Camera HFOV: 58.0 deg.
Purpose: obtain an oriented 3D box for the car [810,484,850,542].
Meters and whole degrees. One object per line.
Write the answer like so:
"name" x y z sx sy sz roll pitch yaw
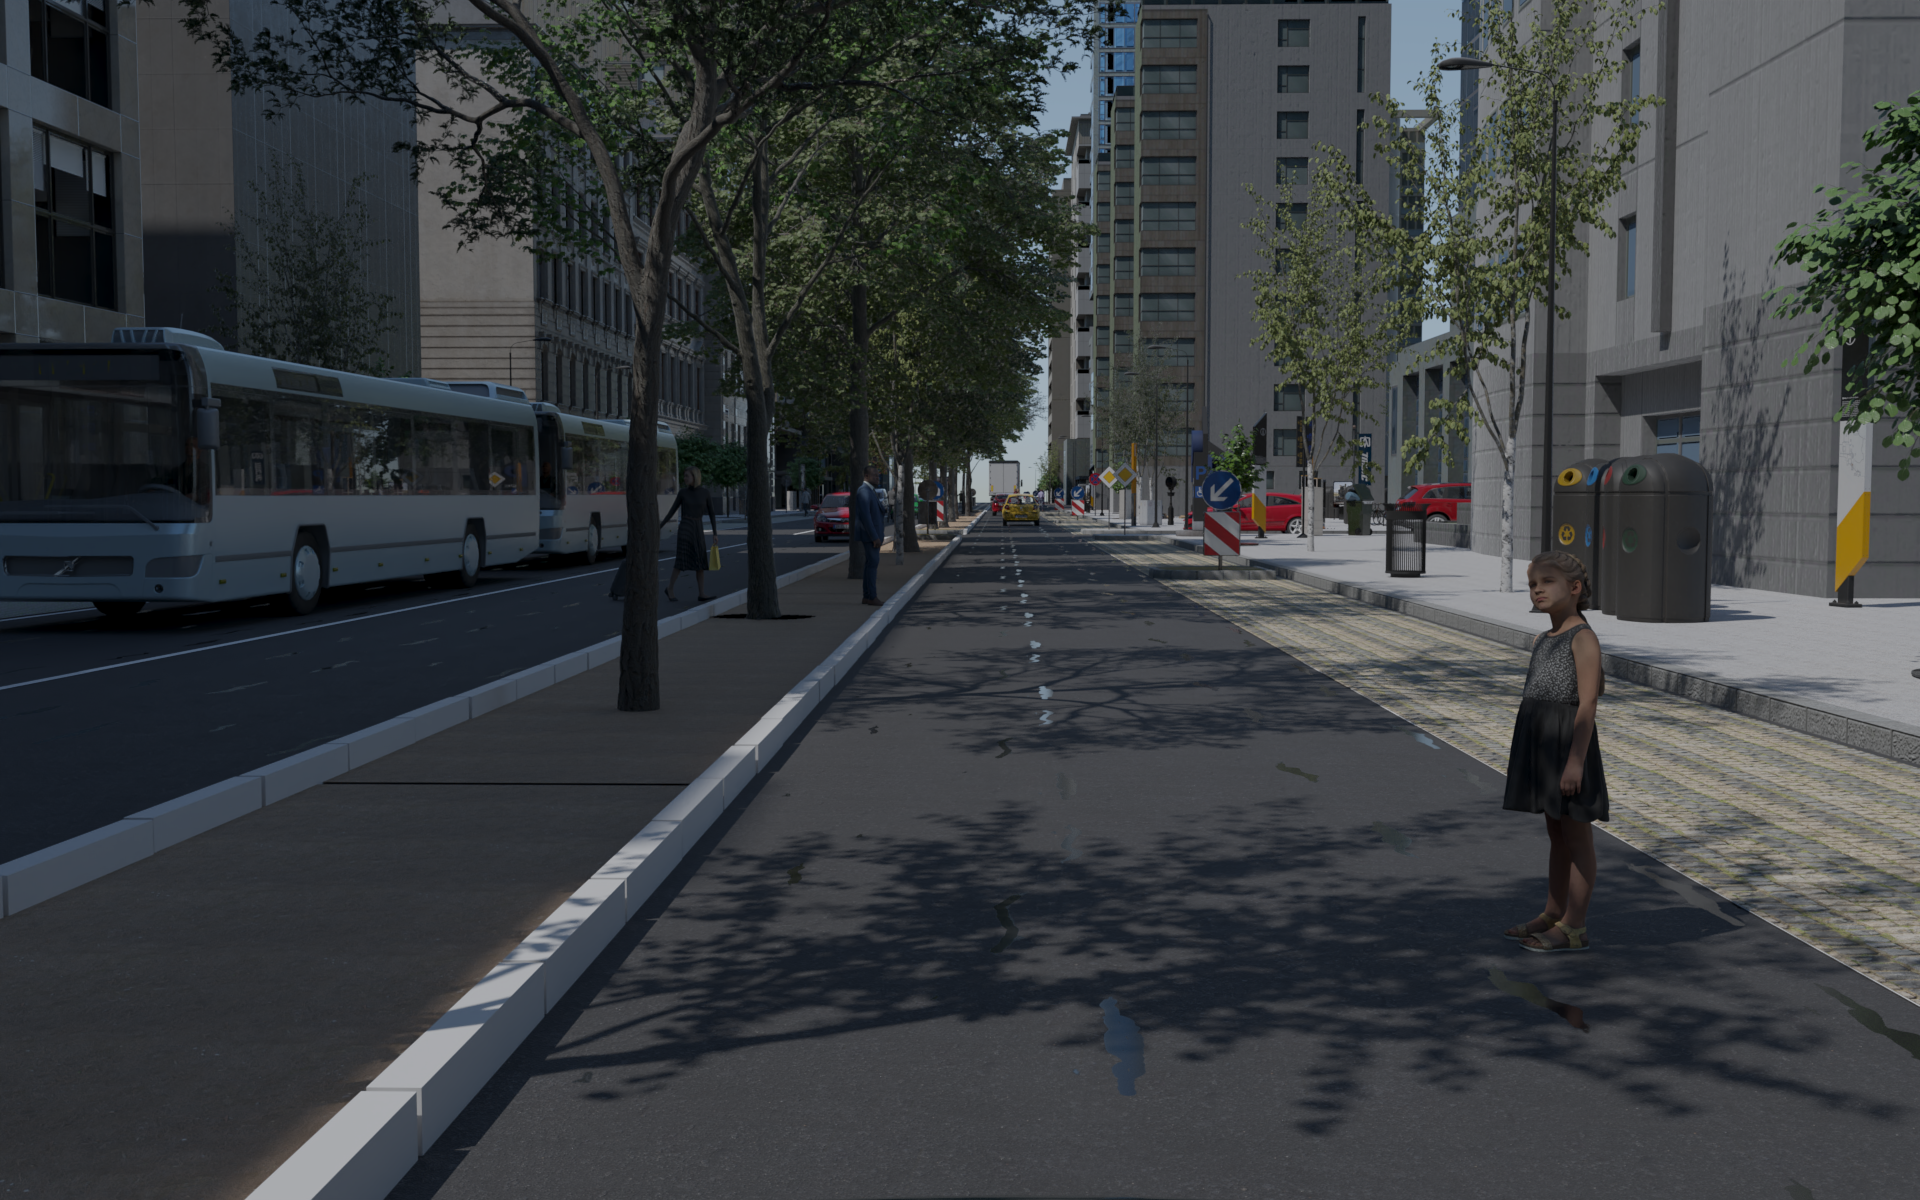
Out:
"car" -3.460 -2.684 52.931 2.155 1.783 4.494 0 4 -1

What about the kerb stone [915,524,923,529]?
"kerb stone" -1.693 -3.014 71.476 0.120 0.150 1.000 0 4 1

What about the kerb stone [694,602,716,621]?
"kerb stone" -2.943 0.155 19.671 0.120 0.150 1.000 0 4 1

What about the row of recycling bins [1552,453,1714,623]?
"row of recycling bins" 7.294 -0.719 18.861 1.069 1.692 3.534 0 4 6

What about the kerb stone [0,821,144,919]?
"kerb stone" -3.256 0.973 6.339 0.120 0.150 1.000 0 4 1

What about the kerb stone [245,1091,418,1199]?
"kerb stone" -1.238 1.160 3.224 0.120 0.150 1.000 0 4 1

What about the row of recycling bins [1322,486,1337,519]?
"row of recycling bins" 19.784 -5.216 92.388 1.069 1.692 3.534 0 4 -1

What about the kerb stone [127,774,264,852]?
"kerb stone" -3.242 0.907 7.364 0.120 0.150 1.000 0 4 1

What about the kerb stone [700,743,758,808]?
"kerb stone" -1.117 0.850 8.349 0.120 0.150 1.000 0 4 1

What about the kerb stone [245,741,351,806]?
"kerb stone" -3.213 0.845 8.393 0.120 0.150 1.000 0 4 1

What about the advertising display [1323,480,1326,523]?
"advertising display" 16.293 -4.419 77.463 0.123 1.923 0.974 1 4 12

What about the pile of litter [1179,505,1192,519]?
"pile of litter" 12.073 -4.680 90.483 1.176 0.858 1.719 0 4 -7

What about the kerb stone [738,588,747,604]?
"kerb stone" -2.868 -0.033 22.742 0.120 0.150 1.000 0 4 1

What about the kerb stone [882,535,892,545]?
"kerb stone" -2.174 -1.790 51.463 0.120 0.150 1.000 0 4 1

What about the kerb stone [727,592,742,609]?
"kerb stone" -2.899 0.030 21.720 0.120 0.150 1.000 0 4 1

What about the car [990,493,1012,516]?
"car" 3.061 -6.474 114.895 2.155 1.783 4.494 0 4 3

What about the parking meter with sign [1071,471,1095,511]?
"parking meter with sign" 9.320 -8.263 131.364 1.738 3.016 0.543 0 4 1

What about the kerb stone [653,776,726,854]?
"kerb stone" -1.141 0.910 7.317 0.120 0.150 1.000 0 4 1

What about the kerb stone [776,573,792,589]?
"kerb stone" -2.770 -0.284 26.838 0.120 0.150 1.000 0 4 1

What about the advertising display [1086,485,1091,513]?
"advertising display" 8.700 -6.865 117.449 0.123 1.923 0.974 -1 4 -11

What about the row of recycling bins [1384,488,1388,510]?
"row of recycling bins" 30.179 -7.051 122.392 1.069 1.692 3.534 1 4 10

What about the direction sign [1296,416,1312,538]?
"direction sign" 10.041 -3.583 50.573 0.379 3.537 0.876 3 5 41

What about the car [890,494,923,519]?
"car" -3.074 -5.546 99.475 1.959 1.807 4.718 0 3 0

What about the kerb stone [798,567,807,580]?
"kerb stone" -2.709 -0.410 28.897 0.120 0.150 1.000 0 4 1

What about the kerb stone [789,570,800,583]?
"kerb stone" -2.740 -0.347 27.875 0.120 0.150 1.000 0 4 1

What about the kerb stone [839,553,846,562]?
"kerb stone" -2.544 -0.850 36.092 0.120 0.150 1.000 0 4 1

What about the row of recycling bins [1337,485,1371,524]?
"row of recycling bins" 17.004 -4.114 74.382 1.069 1.692 3.534 0 4 8

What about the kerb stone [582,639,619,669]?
"kerb stone" -3.056 0.468 14.539 0.120 0.150 1.000 0 4 1

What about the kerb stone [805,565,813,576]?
"kerb stone" -2.693 -0.469 29.926 0.120 0.150 1.000 0 4 1

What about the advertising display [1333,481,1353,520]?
"advertising display" 19.000 -4.936 85.921 0.974 1.923 0.123 1 4 22

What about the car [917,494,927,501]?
"car" -4.259 -11.166 194.365 2.131 1.459 4.920 0 4 1

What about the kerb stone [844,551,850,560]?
"kerb stone" -2.518 -0.912 37.114 0.120 0.150 1.000 0 4 1

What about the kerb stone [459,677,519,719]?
"kerb stone" -3.137 0.656 11.467 0.120 0.150 1.000 0 4 1

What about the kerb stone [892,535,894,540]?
"kerb stone" -2.149 -1.853 52.487 0.120 0.150 1.000 0 4 1

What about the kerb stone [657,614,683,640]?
"kerb stone" -2.995 0.280 17.621 0.120 0.150 1.000 0 4 1

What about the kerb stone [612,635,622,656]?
"kerb stone" -3.043 0.410 15.562 0.120 0.150 1.000 0 4 1

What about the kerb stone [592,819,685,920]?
"kerb stone" -1.162 0.973 6.292 0.120 0.150 1.000 0 4 1

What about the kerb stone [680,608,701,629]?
"kerb stone" -2.965 0.223 18.647 0.120 0.150 1.000 0 4 1

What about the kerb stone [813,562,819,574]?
"kerb stone" -2.672 -0.535 30.953 0.120 0.150 1.000 0 4 1

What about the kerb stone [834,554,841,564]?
"kerb stone" -2.568 -0.784 35.070 0.120 0.150 1.000 0 4 1

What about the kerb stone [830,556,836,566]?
"kerb stone" -2.596 -0.721 34.036 0.120 0.150 1.000 0 4 1

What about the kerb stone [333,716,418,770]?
"kerb stone" -3.191 0.782 9.415 0.120 0.150 1.000 0 4 1

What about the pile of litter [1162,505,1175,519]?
"pile of litter" 10.474 -4.598 89.142 1.176 0.858 1.719 1 4 9

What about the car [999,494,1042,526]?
"car" 2.794 -4.245 79.623 2.015 1.641 3.980 0 4 1

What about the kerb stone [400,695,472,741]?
"kerb stone" -3.175 0.719 10.445 0.120 0.150 1.000 0 4 1

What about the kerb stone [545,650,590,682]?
"kerb stone" -3.089 0.531 13.518 0.120 0.150 1.000 0 4 1

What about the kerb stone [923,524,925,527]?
"kerb stone" -1.665 -3.077 72.509 0.120 0.150 1.000 0 4 1

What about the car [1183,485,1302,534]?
"car" 9.674 -2.977 57.711 4.494 1.783 2.155 0 4 2

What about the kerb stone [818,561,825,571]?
"kerb stone" -2.645 -0.587 31.984 0.120 0.150 1.000 0 4 1

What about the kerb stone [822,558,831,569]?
"kerb stone" -2.620 -0.662 33.014 0.120 0.150 1.000 0 4 1

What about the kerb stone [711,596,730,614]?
"kerb stone" -2.915 0.092 20.696 0.120 0.150 1.000 0 4 1

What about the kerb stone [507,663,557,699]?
"kerb stone" -3.114 0.594 12.489 0.120 0.150 1.000 0 4 1

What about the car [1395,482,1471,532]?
"car" 17.014 -2.966 57.174 5.304 1.827 2.281 0 4 1

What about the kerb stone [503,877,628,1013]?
"kerb stone" -1.187 1.035 5.268 0.120 0.150 1.000 0 4 1

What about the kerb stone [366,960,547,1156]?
"kerb stone" -1.211 1.098 4.246 0.120 0.150 1.000 0 4 1
